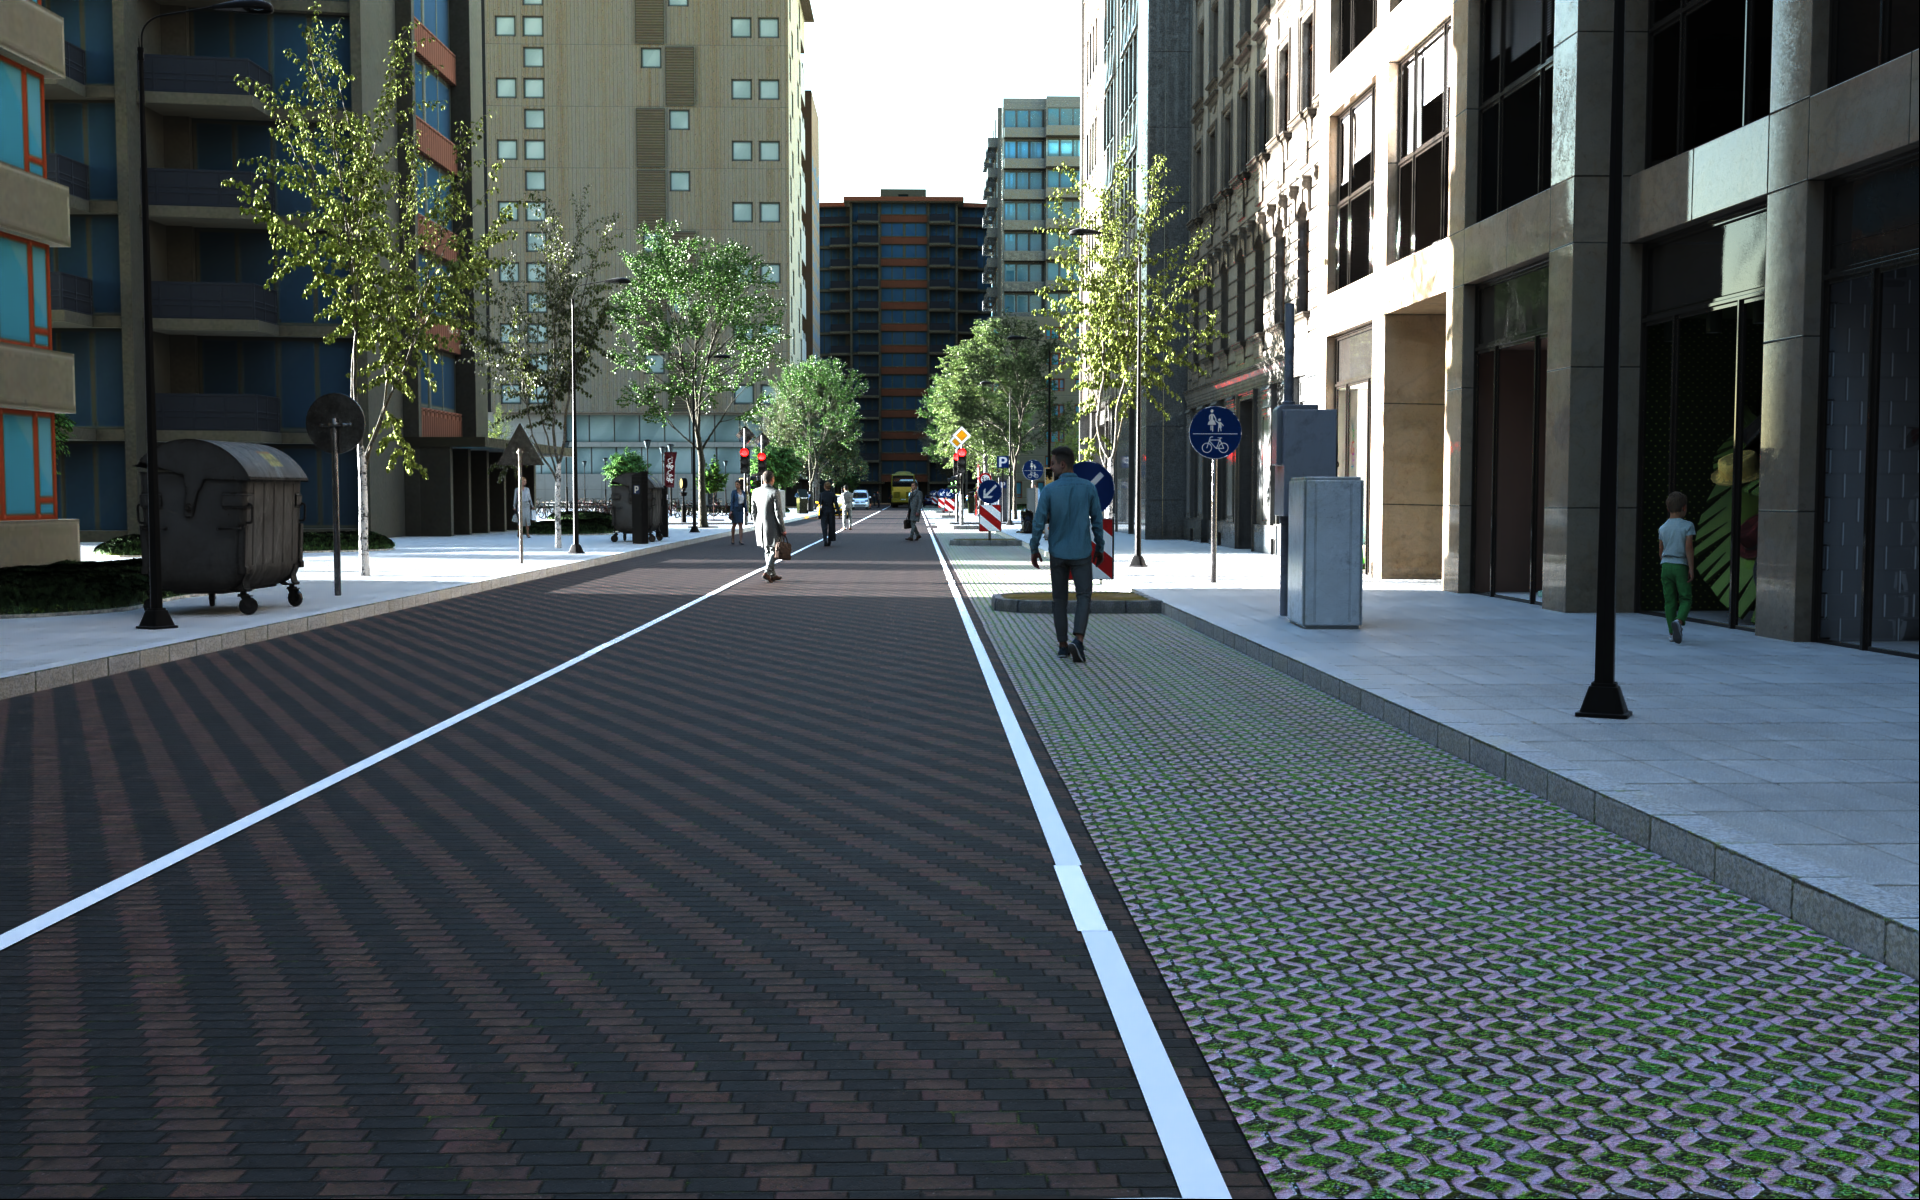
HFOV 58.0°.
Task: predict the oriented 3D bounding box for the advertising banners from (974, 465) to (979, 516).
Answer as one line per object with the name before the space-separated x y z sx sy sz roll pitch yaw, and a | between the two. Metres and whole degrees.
advertising banners | 0.983 -6.498 102.428 0.090 3.025 2.074 0 4 -6

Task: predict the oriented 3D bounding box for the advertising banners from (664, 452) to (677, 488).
advertising banners | -12.747 -4.618 71.699 2.074 3.025 0.090 0 4 -5

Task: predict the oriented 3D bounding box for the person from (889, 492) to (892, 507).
person | -7.805 -11.498 196.457 0.705 1.831 1.348 1 4 14

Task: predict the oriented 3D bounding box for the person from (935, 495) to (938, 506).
person | -2.626 -11.375 195.028 0.434 1.755 0.990 1 4 12

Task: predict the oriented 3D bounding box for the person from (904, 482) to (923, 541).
person | -1.445 -2.738 53.363 0.767 1.812 0.694 -3 4 -37

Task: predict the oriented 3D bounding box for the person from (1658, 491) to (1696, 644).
person | 6.159 -0.282 14.898 0.306 1.304 0.590 2 4 27

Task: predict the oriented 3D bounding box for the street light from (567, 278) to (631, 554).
street light | -7.764 -3.961 37.309 1.470 5.913 1.316 0 4 -1

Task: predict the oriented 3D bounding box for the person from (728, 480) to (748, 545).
person | -6.307 -2.490 49.230 0.581 1.822 0.654 -1 4 -19

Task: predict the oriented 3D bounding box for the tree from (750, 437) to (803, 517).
tree | -10.606 -7.038 98.783 4.285 4.588 4.351 0 3 0

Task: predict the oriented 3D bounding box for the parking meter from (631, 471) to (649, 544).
parking meter | -8.271 -2.387 44.744 0.399 1.863 0.255 2 4 35

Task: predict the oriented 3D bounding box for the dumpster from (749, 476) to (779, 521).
dumpster | -9.625 -5.021 84.587 1.502 2.255 1.985 0 4 -2

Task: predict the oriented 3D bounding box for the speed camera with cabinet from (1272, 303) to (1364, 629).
speed camera with cabinet | 3.581 -1.409 17.368 0.660 3.252 2.038 0 4 2

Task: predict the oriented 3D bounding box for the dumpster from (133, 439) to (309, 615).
dumpster | -8.083 -0.811 19.019 1.264 1.857 1.865 0 4 -1

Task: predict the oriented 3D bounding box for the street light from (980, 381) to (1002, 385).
street light | 1.524 -6.048 71.418 1.470 5.913 1.316 0 4 -1

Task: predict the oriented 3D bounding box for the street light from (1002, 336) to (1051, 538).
street light | 2.084 -4.794 50.928 1.470 5.913 1.316 0 4 -1

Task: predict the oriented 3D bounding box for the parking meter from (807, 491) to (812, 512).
parking meter | -10.921 -7.165 125.560 0.372 1.533 0.369 0 3 0

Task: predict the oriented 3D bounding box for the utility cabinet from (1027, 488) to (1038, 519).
utility cabinet | 2.450 -3.079 59.024 0.318 1.500 1.173 0 4 7

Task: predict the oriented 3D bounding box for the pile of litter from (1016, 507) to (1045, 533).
pile of litter | 2.425 -2.623 56.856 1.176 0.858 1.719 0 4 4

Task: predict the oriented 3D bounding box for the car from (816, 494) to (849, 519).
car | -7.417 -5.588 101.587 2.015 1.641 3.980 0 4 -1

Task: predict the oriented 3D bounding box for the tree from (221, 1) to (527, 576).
tree | -9.109 -4.685 26.958 4.737 8.622 4.395 0 3 0

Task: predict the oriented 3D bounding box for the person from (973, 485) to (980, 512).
person | 1.212 -6.286 108.925 0.850 1.850 0.679 -1 4 -23

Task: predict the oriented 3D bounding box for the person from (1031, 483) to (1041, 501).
person | 3.540 -4.565 80.951 0.793 1.790 0.793 2 4 25

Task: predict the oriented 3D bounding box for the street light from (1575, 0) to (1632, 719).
street light | 3.189 -2.282 9.848 1.470 5.913 1.316 0 4 -1

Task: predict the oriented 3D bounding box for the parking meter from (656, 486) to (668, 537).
parking meter | -8.880 -2.640 51.574 0.372 1.533 0.369 0 3 0

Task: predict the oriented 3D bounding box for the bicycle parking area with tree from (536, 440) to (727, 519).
bicycle parking area with tree | -18.753 -6.454 92.533 8.231 4.147 9.016 3 4 37

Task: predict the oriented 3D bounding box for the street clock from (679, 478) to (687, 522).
street clock | -12.527 -4.520 78.477 0.358 2.002 0.471 -2 4 -28

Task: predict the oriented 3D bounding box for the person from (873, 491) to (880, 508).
person | -8.721 -10.530 181.191 0.750 1.759 0.617 0 4 -6

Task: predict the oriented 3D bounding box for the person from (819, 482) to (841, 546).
person | -3.605 -2.370 47.672 0.576 1.772 0.534 -2 4 -25

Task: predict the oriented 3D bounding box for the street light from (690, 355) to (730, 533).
street light | -8.342 -5.215 57.799 1.470 5.913 1.316 0 4 -1

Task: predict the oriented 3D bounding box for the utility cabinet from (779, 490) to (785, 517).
utility cabinet | -9.961 -5.170 93.204 1.173 1.500 0.318 -3 5 -40

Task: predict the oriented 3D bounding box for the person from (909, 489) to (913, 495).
person | -3.662 -7.533 131.688 0.581 1.822 0.654 2 4 25

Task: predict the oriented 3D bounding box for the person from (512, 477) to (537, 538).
person | -12.774 -2.713 50.748 0.694 1.780 0.624 -1 4 -18

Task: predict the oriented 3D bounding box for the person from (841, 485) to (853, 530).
person | -4.551 -3.721 69.517 0.511 1.800 0.466 -2 4 -29

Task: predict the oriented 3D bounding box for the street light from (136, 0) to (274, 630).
street light | -7.143 -2.683 16.401 1.470 5.913 1.316 0 4 -1

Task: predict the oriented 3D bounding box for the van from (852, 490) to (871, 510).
van | -9.200 -9.345 159.800 2.013 2.044 4.112 0 4 -2

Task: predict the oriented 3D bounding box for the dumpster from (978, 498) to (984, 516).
dumpster | 1.627 -5.511 95.860 1.264 1.857 1.865 0 4 -1

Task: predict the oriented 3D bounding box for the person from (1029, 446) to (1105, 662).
person | 0.907 -0.400 14.898 0.638 1.841 0.748 1 4 12

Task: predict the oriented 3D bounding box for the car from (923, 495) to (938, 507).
car | -3.188 -10.791 189.017 1.945 1.354 3.894 0 4 -3

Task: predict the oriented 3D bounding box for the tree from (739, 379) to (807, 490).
tree | -11.634 -9.751 109.791 4.360 8.622 3.978 0 3 0

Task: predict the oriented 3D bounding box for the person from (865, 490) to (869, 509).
person | -8.966 -9.692 167.046 0.705 1.814 1.350 -1 4 -17

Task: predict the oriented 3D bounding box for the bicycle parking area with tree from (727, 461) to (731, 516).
bicycle parking area with tree | -17.450 -7.041 102.117 9.016 4.147 8.231 0 4 -1

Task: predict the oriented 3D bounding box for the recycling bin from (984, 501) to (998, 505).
recycling bin | 1.760 -4.833 91.579 0.722 1.027 0.722 -2 4 -27

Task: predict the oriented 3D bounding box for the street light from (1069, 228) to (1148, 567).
street light | 2.604 -3.541 30.437 1.470 5.913 1.316 0 4 -1

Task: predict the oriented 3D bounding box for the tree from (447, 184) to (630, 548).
tree | -9.753 -5.555 41.195 4.360 8.622 3.978 0 3 0

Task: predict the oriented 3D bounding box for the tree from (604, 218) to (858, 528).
tree | -9.973 -8.578 66.012 9.928 11.665 9.643 0 3 0

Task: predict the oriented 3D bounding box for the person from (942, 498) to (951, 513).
person | -0.925 -7.389 129.223 0.836 1.842 0.656 -1 4 -18

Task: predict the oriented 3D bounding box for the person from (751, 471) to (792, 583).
person | -3.062 -1.198 28.184 0.694 1.812 0.767 2 4 32

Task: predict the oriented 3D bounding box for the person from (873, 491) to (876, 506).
person | -10.565 -12.619 214.907 0.705 1.814 1.350 0 4 2

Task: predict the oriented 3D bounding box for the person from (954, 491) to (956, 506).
person | -0.610 -10.804 183.225 0.750 1.759 0.617 0 4 -4

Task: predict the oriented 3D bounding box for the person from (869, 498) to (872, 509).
person | -8.764 -9.437 166.032 0.697 1.427 0.421 0 4 -2

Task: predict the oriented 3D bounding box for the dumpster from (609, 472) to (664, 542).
dumpster | -8.742 -2.511 46.813 1.264 1.857 1.865 0 4 -2
